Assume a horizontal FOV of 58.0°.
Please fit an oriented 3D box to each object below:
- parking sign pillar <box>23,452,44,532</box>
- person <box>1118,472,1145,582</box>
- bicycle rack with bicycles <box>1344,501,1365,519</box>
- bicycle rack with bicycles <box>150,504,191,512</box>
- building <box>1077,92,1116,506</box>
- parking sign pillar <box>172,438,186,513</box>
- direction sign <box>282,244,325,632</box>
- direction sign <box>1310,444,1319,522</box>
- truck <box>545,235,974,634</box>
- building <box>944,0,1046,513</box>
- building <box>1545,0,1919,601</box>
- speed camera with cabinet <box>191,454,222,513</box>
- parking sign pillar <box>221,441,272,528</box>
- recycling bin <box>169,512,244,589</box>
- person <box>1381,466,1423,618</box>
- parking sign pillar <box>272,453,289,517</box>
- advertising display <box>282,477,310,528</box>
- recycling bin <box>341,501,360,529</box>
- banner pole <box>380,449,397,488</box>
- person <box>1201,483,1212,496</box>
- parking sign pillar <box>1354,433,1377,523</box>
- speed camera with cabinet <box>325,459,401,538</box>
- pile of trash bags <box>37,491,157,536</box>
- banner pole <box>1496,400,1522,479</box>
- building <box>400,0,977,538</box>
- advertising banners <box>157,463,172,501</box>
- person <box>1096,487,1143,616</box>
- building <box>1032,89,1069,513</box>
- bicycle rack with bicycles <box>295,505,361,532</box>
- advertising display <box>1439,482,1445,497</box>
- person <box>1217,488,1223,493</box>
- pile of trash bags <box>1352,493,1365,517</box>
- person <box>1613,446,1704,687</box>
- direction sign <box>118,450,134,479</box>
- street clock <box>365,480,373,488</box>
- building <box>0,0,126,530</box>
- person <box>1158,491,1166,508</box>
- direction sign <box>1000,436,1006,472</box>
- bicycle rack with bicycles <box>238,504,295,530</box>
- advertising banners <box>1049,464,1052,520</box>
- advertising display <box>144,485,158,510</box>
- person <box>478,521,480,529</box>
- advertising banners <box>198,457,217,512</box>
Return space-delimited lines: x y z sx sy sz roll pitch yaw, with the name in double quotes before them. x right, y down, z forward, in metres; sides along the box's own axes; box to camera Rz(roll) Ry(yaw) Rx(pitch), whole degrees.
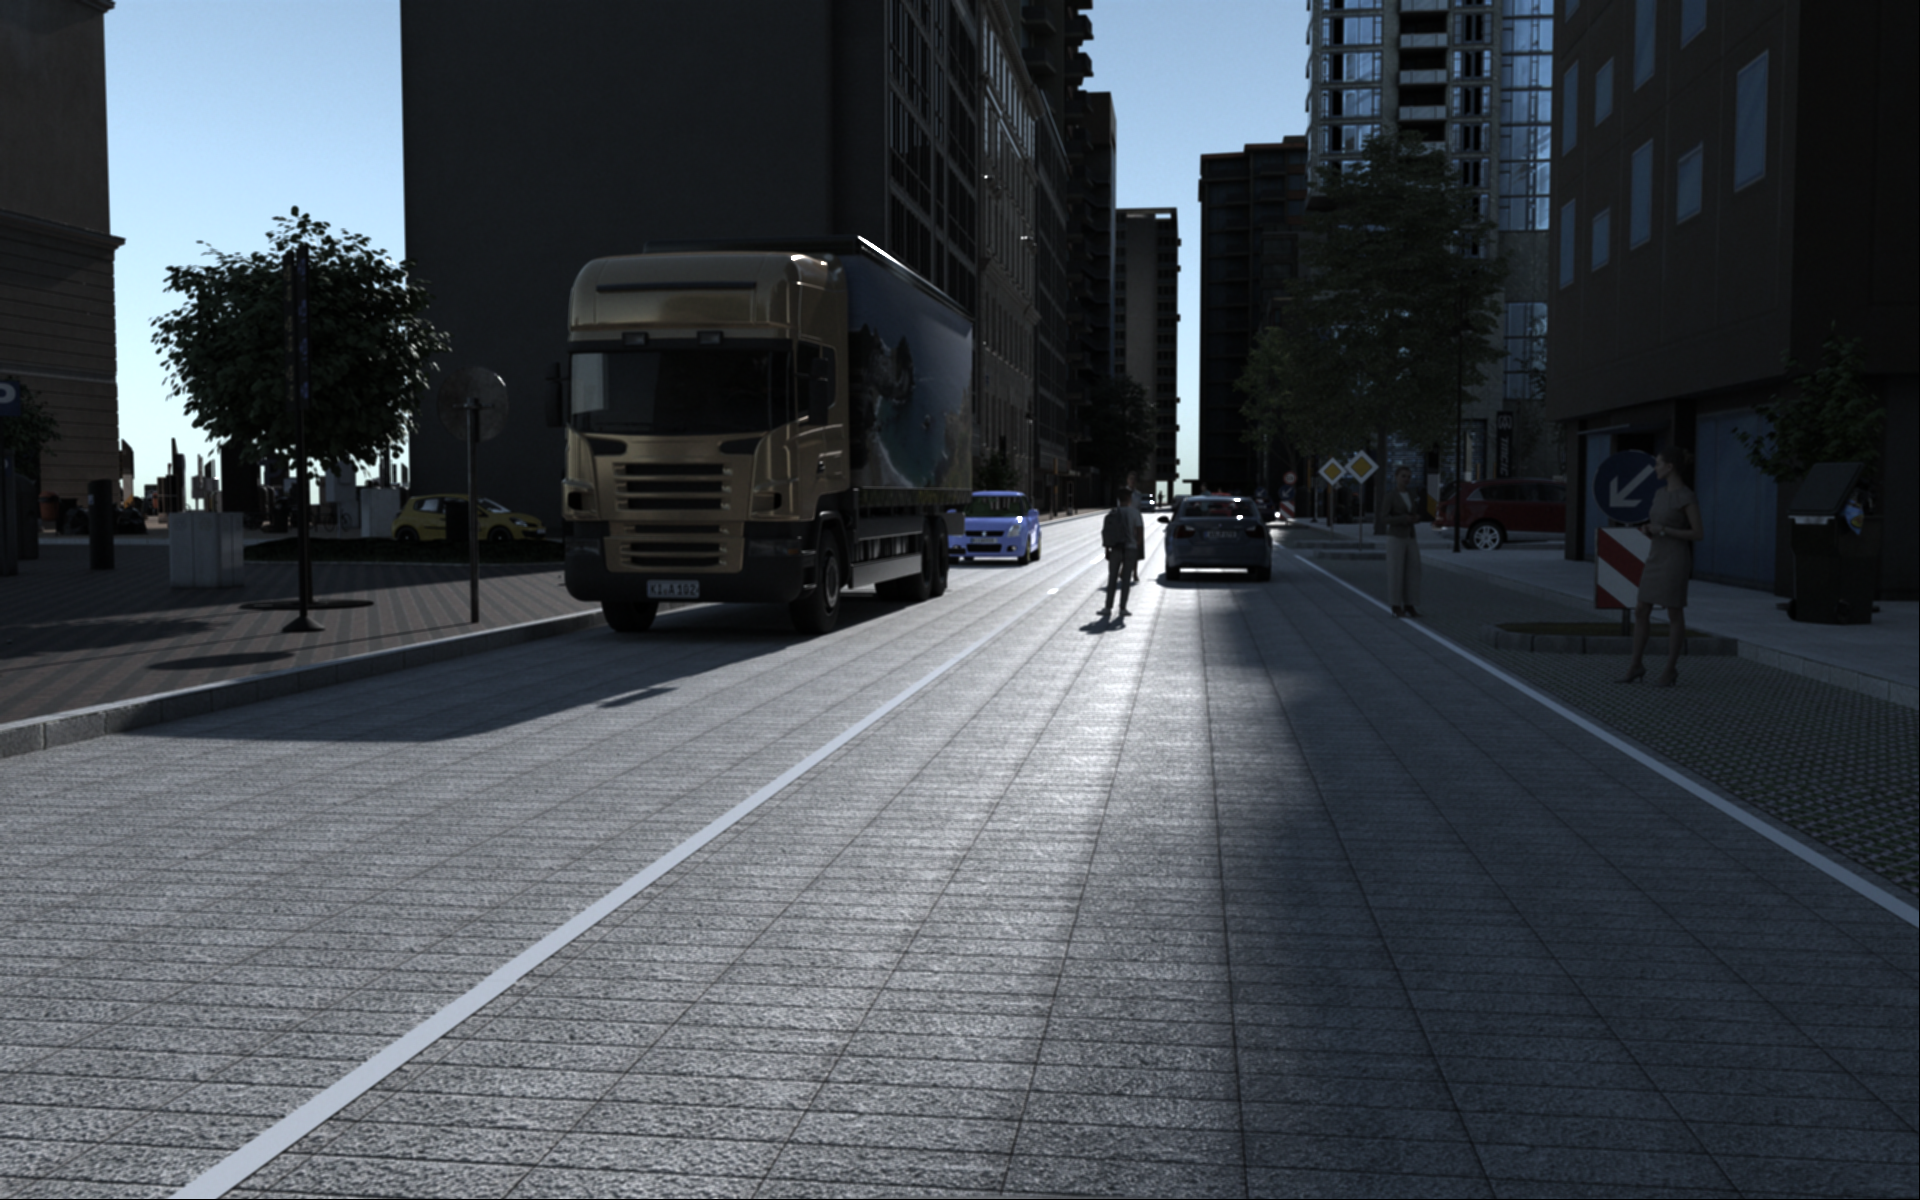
"parking sign pillar" -31.489 -4.246 57.890 1.447 3.967 1.447 -2 4 -33
"person" 2.791 -1.214 28.579 0.478 1.798 0.641 -1 4 -10
"bicycle rack with bicycles" 20.867 -4.621 88.934 2.925 0.926 2.852 -1 4 -17
"bicycle rack with bicycles" -50.880 -6.003 111.537 2.925 0.926 2.852 0 4 7
"building" 9.667 -33.059 190.625 14.200 45.320 14.600 0 4 8
"parking sign pillar" -37.829 -5.836 83.887 1.447 3.967 1.447 -1 4 -18
"direction sign" -6.163 -1.478 16.162 0.379 3.537 0.876 -2 4 -34
"direction sign" 16.107 -5.302 78.683 0.379 3.537 0.876 -1 4 -12
"truck" -1.912 -1.976 21.214 2.839 4.237 11.283 1 4 9
"building" -3.039 -17.609 85.162 12.463 27.353 25.104 0 4 8
"building" 17.526 -22.945 25.263 14.600 45.320 14.200 0 4 8
"speed camera with cabinet" -37.221 -5.633 86.428 2.038 3.252 0.660 -2 4 -30
"parking sign pillar" -27.555 -4.756 66.225 1.447 3.967 1.447 1 4 13
"recycling bin" -10.361 -0.690 23.830 0.722 1.027 0.722 0 4 4
"person" 5.133 -0.671 20.026 0.519 1.759 0.362 -2 4 -28
"parking sign pillar" -38.175 -6.624 96.781 1.447 3.967 1.447 0 4 7
"advertising display" -25.273 -3.716 65.970 0.974 1.923 0.123 -1 4 -9
"recycling bin" -22.850 -3.197 64.818 0.722 1.027 0.722 -1 4 -17
"banner pole" -25.310 -5.271 76.191 0.401 3.779 0.863 1 4 19
"person" 8.844 -3.260 61.826 0.620 1.820 0.660 -2 4 -35
"parking sign pillar" 18.114 -5.381 76.448 1.447 3.967 1.447 1 4 11
"speed camera with cabinet" -17.300 -3.416 50.194 0.660 3.252 2.038 3 5 44
"pile of trash bags" -27.300 -2.717 54.170 1.912 1.369 3.447 1 4 19
"banner pole" 14.609 -3.426 46.026 0.863 3.779 0.401 -1 4 -9
"building" -7.661 -16.362 61.032 14.314 27.812 24.014 0 4 8
"advertising banners" -44.915 -6.219 97.873 0.090 3.025 2.074 0 4 -3
"person" 1.878 -0.571 20.424 0.503 1.515 0.523 -1 4 -19
"building" -1.073 -19.342 109.756 14.314 27.812 24.014 0 4 8
"bicycle rack with bicycles" -20.712 -2.824 59.553 2.852 0.926 2.925 0 4 5
"advertising display" 26.280 -5.537 95.742 0.974 1.923 0.123 1 4 15
"person" 17.133 -6.486 114.458 0.656 1.842 0.836 -1 4 -14
"pile of trash bags" 22.875 -5.397 97.992 1.912 1.369 3.447 -1 4 -11
"person" 5.168 -0.242 12.790 0.374 1.781 0.599 -1 4 -17
"direction sign" -43.434 -6.010 90.253 0.379 3.537 0.876 2 4 30
"street clock" -30.250 -5.143 88.651 0.358 2.002 0.471 -3 5 -39
"building" -42.367 -16.770 60.087 20.117 28.700 13.634 0 4 8
"person" 20.824 -10.372 178.610 0.750 1.759 0.617 -1 4 -17
"direction sign" 1.671 -4.630 67.692 0.379 3.537 0.876 -1 4 -13
"bicycle rack with bicycles" -24.844 -2.978 62.075 2.925 0.926 2.852 0 4 -7
"advertising banners" 4.440 -5.436 85.060 0.090 3.025 2.074 0 4 5
"advertising display" -54.800 -6.864 117.434 0.974 1.923 0.123 0 4 8
"person" -12.393 -1.853 43.817 0.505 1.210 0.382 -1 4 -16
"advertising banners" -35.033 -5.165 80.629 0.090 3.025 2.074 -3 5 -43
